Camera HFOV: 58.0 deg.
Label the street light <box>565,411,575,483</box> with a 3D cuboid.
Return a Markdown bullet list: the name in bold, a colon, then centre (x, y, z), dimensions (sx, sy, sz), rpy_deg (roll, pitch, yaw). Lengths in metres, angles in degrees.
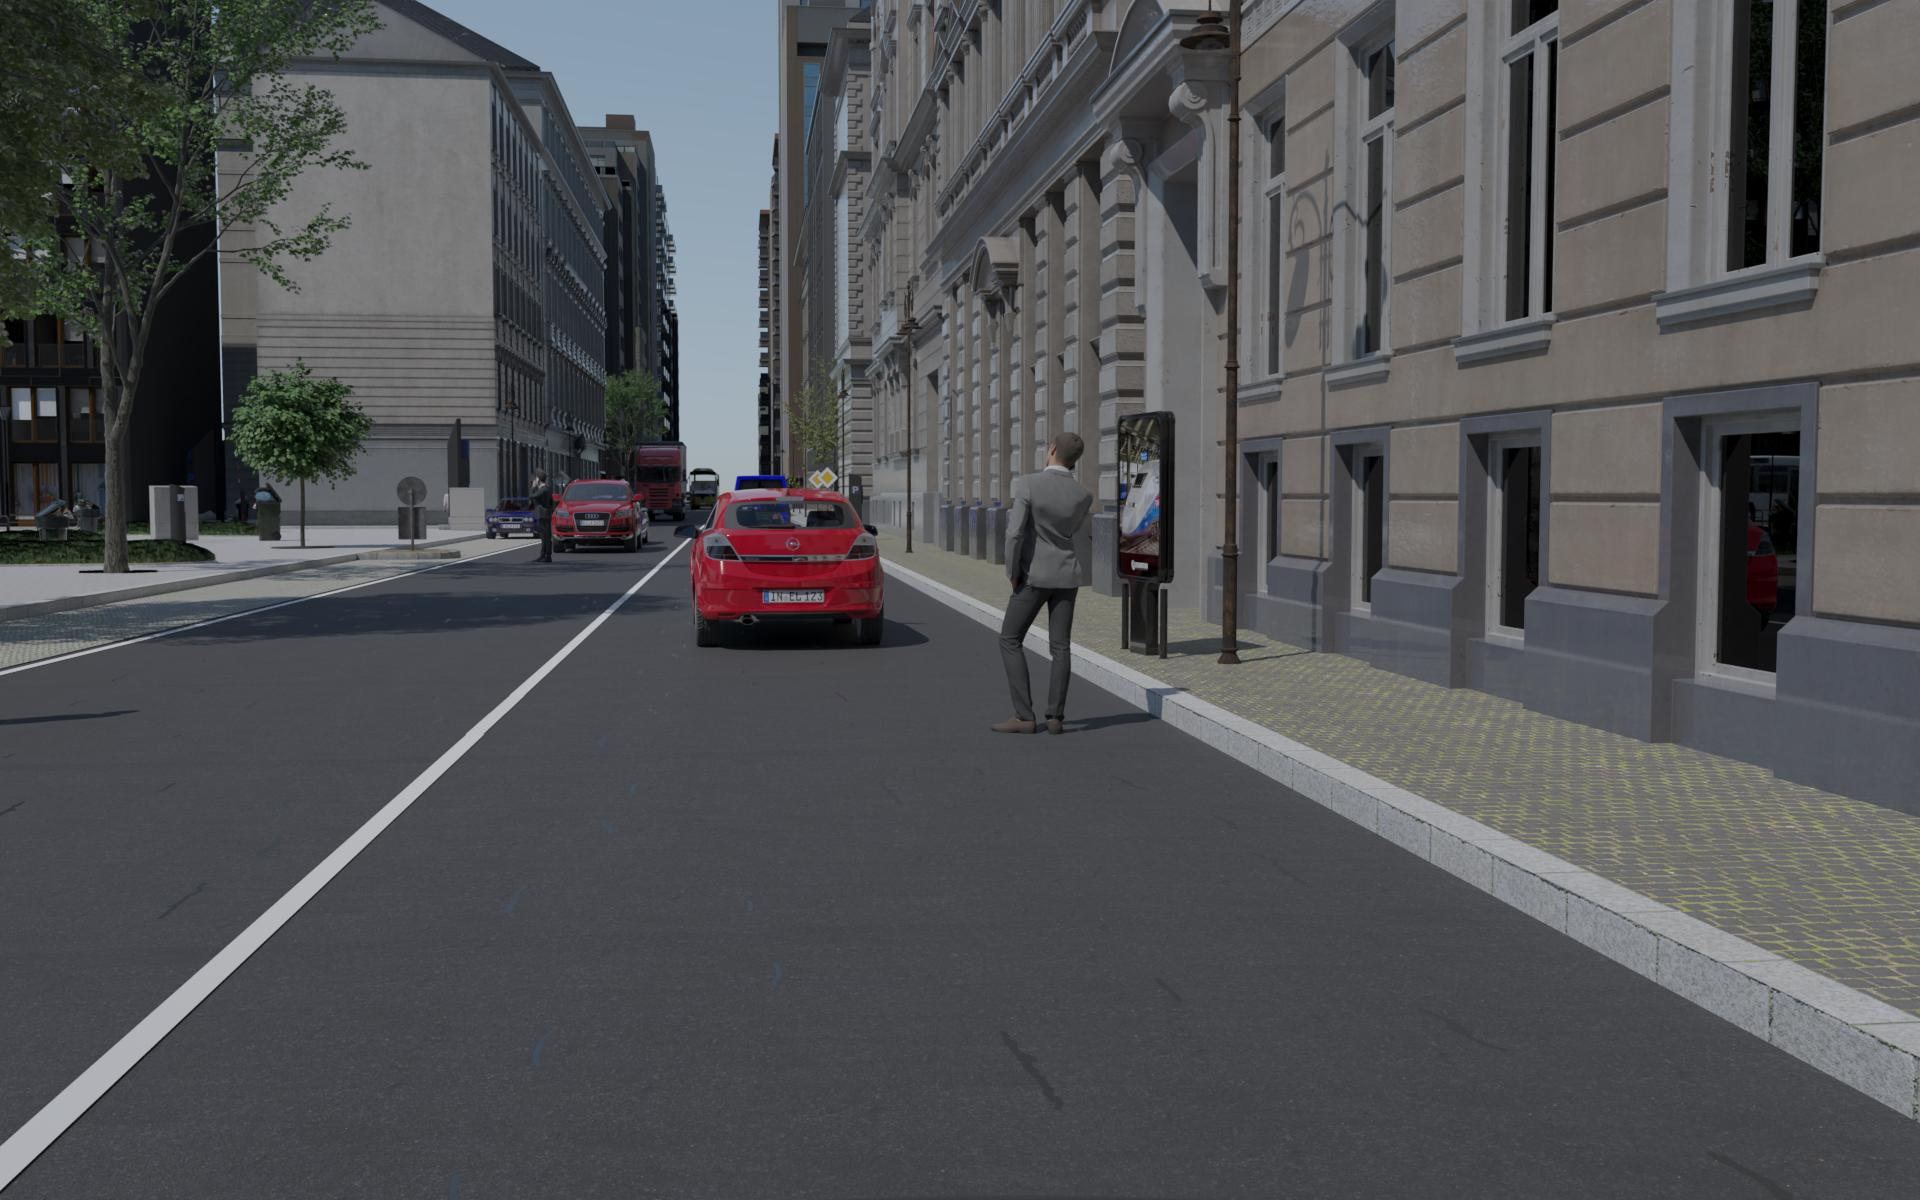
- **street light**: centre (-21.660, -7.550, 96.224), dimensions (0.468, 5.910, 1.993), rpy_deg (0, 4, -7)

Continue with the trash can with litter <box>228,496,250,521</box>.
- **trash can with litter**: centre (-33.559, -4.237, 80.670), dimensions (0.624, 1.170, 1.055), rpy_deg (1, 4, 21)

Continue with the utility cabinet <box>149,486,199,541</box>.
- **utility cabinet**: centre (-21.284, -2.339, 46.925), dimensions (0.318, 1.500, 1.173), rpy_deg (3, 5, 41)

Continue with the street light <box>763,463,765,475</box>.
- **street light**: centre (-24.668, -15.257, 222.238), dimensions (0.468, 5.910, 1.993), rpy_deg (0, 4, -7)

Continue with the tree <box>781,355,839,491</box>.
- **tree**: centre (-6.776, -8.483, 89.053), dimensions (4.737, 8.622, 4.395), rpy_deg (0, 3, 0)

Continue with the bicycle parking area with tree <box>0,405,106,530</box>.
- **bicycle parking area with tree**: centre (-33.460, -4.253, 56.545), dimensions (8.231, 4.147, 9.016), rpy_deg (1, 4, 19)

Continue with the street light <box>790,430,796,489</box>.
- **street light**: centre (-11.675, -9.089, 121.394), dimensions (0.468, 5.910, 1.993), rpy_deg (0, 4, -7)

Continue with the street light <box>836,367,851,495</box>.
- **street light**: centre (-4.253, -5.523, 63.083), dimensions (0.468, 5.910, 1.993), rpy_deg (0, 4, -7)

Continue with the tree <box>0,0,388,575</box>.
- **tree**: centre (-13.592, -6.250, 27.946), dimensions (9.928, 11.665, 9.643), rpy_deg (0, 3, 0)

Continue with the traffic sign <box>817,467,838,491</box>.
- **traffic sign**: centre (-4.908, -3.701, 64.162), dimensions (0.795, 2.450, 0.064), rpy_deg (0, 4, -7)

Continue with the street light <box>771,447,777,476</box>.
- **street light**: centre (-18.215, -12.189, 172.084), dimensions (0.468, 5.910, 1.993), rpy_deg (0, 4, -7)

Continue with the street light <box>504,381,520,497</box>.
- **street light**: centre (-18.364, -6.014, 71.121), dimensions (0.468, 5.910, 1.993), rpy_deg (0, 4, -7)

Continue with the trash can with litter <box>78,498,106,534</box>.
- **trash can with litter**: centre (-24.409, -2.296, 48.934), dimensions (0.624, 1.170, 1.055), rpy_deg (2, 4, 32)

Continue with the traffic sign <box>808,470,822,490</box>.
- **traffic sign**: centre (-5.920, -4.186, 72.083), dimensions (0.795, 2.450, 0.064), rpy_deg (0, 4, -7)

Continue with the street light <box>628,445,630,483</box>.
- **street light**: centre (-28.102, -10.648, 146.878), dimensions (0.468, 5.910, 1.993), rpy_deg (0, 4, -7)

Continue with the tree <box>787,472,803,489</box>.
- **tree**: centre (-14.677, -9.512, 150.124), dimensions (1.663, 3.219, 1.824), rpy_deg (0, 3, 0)

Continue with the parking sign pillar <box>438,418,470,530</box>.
- **parking sign pillar**: centre (-18.045, -4.516, 62.306), dimensions (1.447, 3.967, 1.447), rpy_deg (-2, 4, -32)

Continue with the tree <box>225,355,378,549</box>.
- **tree**: centre (-15.571, -3.501, 40.960), dimensions (4.285, 4.588, 4.351), rpy_deg (0, 3, 0)

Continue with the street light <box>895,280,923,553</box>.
- **street light**: centre (-1.111, -3.968, 37.669), dimensions (0.468, 5.910, 1.993), rpy_deg (0, 4, -7)

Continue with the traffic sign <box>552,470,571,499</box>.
- **traffic sign**: centre (-16.283, -4.107, 70.785), dimensions (0.795, 2.450, 0.064), rpy_deg (0, 4, -7)

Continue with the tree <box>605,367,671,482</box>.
- **tree**: centre (-27.217, -13.174, 141.150), dimensions (9.928, 11.665, 9.643), rpy_deg (0, 3, 0)

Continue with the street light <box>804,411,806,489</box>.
- **street light**: centre (-8.625, -7.577, 96.665), dimensions (0.468, 5.910, 1.993), rpy_deg (0, 4, -7)

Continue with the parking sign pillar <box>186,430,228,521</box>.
- **parking sign pillar**: centre (-31.676, -5.125, 72.263), dimensions (1.447, 3.967, 1.447), rpy_deg (1, 4, 12)

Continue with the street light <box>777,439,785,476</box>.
- **street light**: centre (-14.972, -10.612, 146.296), dimensions (0.468, 5.910, 1.993), rpy_deg (0, 4, -7)

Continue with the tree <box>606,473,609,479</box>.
- **tree**: centre (-27.351, -8.478, 133.211), dimensions (1.663, 3.219, 1.824), rpy_deg (0, 3, 0)

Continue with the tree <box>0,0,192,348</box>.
- **tree**: centre (-11.074, -6.016, 16.486), dimensions (7.486, 12.596, 7.792), rpy_deg (0, 3, 0)

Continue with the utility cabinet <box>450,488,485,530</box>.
- **utility cabinet**: centre (-17.300, -3.190, 60.835), dimensions (1.173, 1.500, 0.318), rpy_deg (-1, 4, -14)

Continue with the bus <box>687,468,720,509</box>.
- **bus**: centre (-24.337, -10.611, 165.034), dimensions (2.896, 3.916, 12.252), rpy_deg (0, 4, -6)

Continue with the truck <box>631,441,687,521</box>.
- **truck**: centre (-16.249, -6.450, 94.373), dimensions (2.839, 4.237, 11.283), rpy_deg (0, 4, -8)

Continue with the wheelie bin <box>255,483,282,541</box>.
- **wheelie bin**: centre (-18.975, -2.423, 47.518), dimensions (0.693, 1.594, 0.980), rpy_deg (-2, 4, -25)

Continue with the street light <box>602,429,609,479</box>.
- **street light**: centre (-24.758, -9.068, 121.047), dimensions (0.468, 5.910, 1.993), rpy_deg (0, 4, -7)

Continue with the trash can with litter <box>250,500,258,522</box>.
- **trash can with litter**: centre (-23.802, -2.923, 59.172), dimensions (0.624, 1.170, 1.055), rpy_deg (-1, 4, -21)

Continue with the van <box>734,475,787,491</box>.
- **van**: centre (-6.781, -3.339, 58.973), dimensions (2.240, 2.365, 5.245), rpy_deg (0, 4, -7)

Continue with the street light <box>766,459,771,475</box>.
- **street light**: centre (-21.444, -13.701, 196.791), dimensions (0.468, 5.910, 1.993), rpy_deg (0, 4, -7)

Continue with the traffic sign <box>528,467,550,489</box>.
- **traffic sign**: centre (-15.271, -3.622, 62.864), dimensions (0.795, 2.450, 0.064), rpy_deg (0, 4, -7)

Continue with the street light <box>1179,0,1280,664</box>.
- **street light**: centre (2.041, -2.457, 12.953), dimensions (0.468, 5.910, 1.993), rpy_deg (0, 4, -7)

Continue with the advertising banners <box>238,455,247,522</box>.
- **advertising banners**: centre (-30.008, -4.659, 72.370), dimensions (0.090, 3.025, 2.074), rpy_deg (-1, 4, -15)
